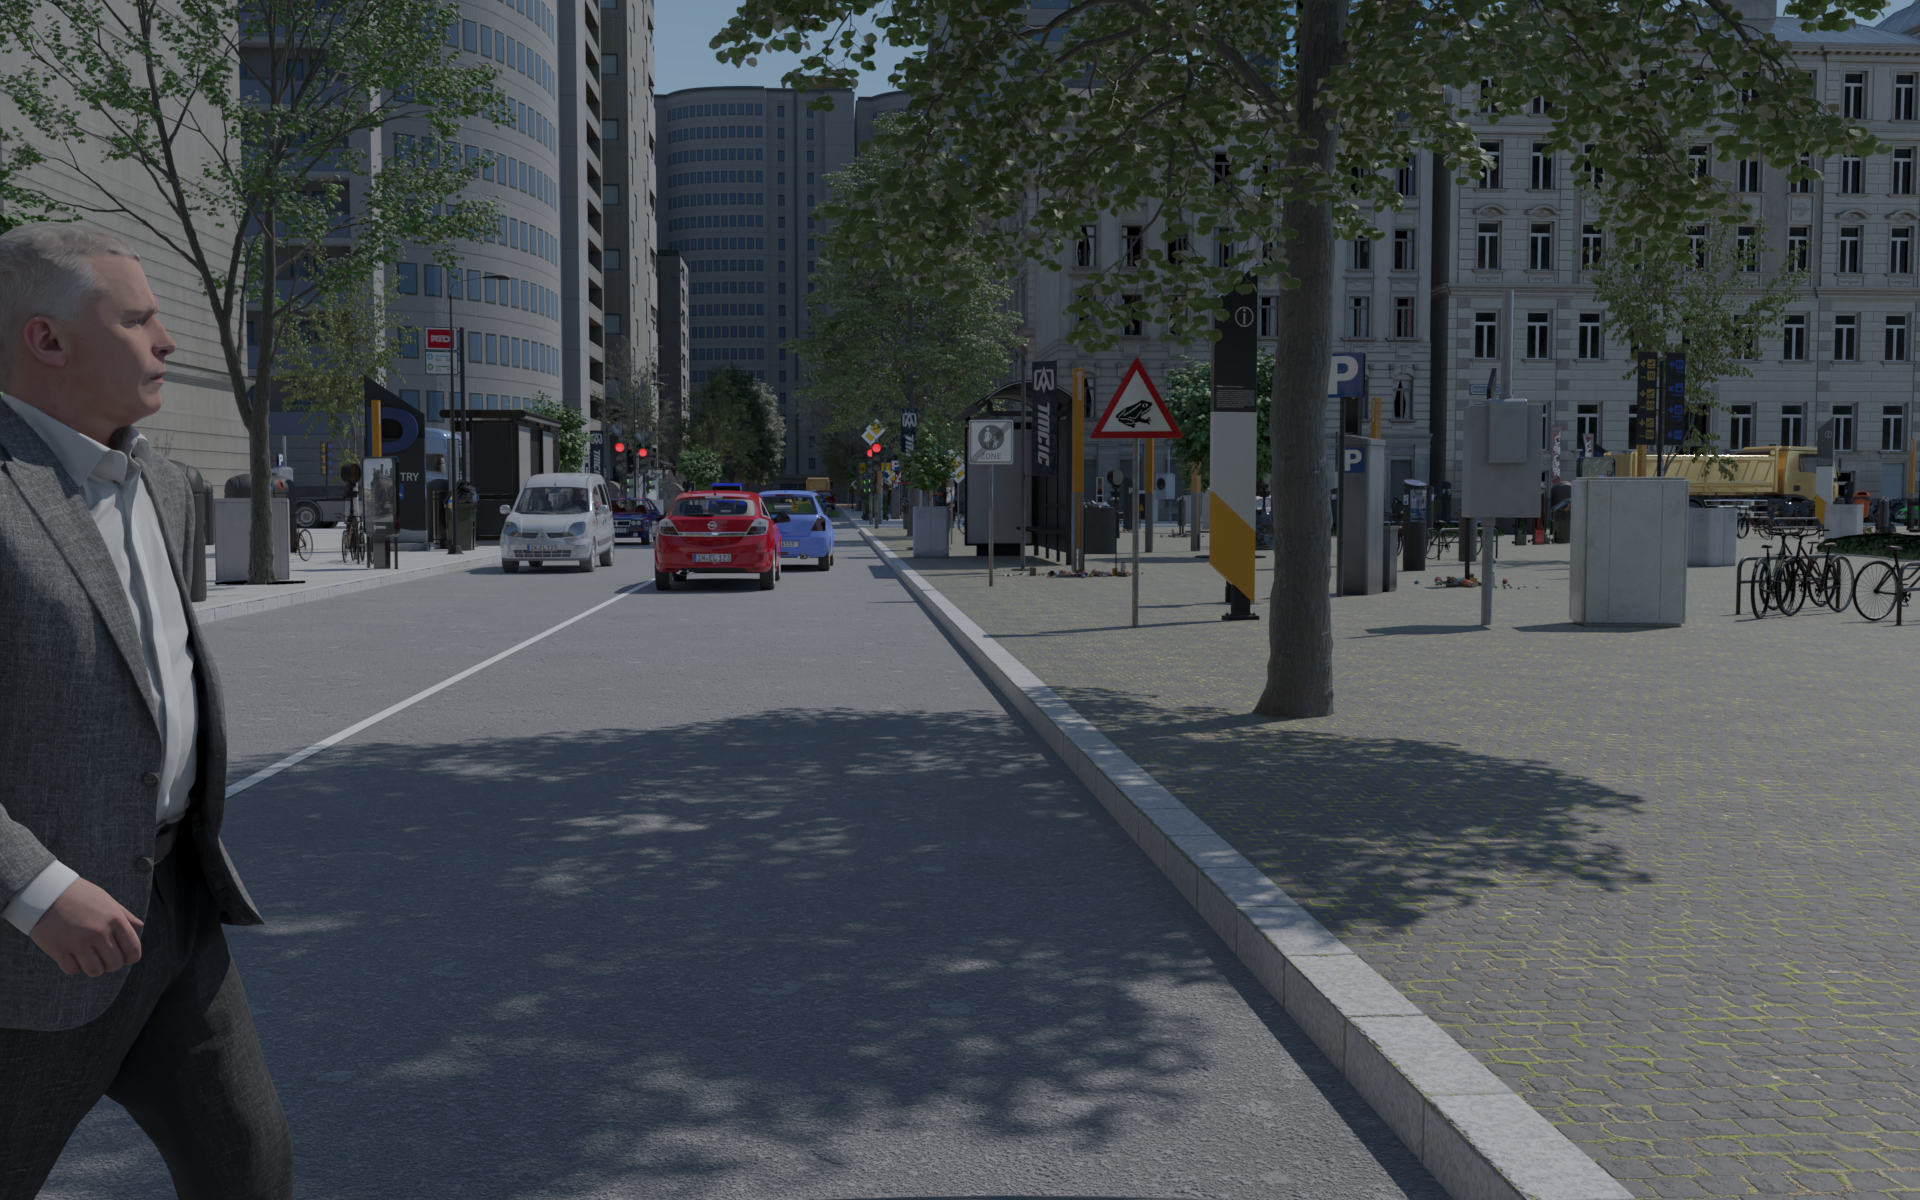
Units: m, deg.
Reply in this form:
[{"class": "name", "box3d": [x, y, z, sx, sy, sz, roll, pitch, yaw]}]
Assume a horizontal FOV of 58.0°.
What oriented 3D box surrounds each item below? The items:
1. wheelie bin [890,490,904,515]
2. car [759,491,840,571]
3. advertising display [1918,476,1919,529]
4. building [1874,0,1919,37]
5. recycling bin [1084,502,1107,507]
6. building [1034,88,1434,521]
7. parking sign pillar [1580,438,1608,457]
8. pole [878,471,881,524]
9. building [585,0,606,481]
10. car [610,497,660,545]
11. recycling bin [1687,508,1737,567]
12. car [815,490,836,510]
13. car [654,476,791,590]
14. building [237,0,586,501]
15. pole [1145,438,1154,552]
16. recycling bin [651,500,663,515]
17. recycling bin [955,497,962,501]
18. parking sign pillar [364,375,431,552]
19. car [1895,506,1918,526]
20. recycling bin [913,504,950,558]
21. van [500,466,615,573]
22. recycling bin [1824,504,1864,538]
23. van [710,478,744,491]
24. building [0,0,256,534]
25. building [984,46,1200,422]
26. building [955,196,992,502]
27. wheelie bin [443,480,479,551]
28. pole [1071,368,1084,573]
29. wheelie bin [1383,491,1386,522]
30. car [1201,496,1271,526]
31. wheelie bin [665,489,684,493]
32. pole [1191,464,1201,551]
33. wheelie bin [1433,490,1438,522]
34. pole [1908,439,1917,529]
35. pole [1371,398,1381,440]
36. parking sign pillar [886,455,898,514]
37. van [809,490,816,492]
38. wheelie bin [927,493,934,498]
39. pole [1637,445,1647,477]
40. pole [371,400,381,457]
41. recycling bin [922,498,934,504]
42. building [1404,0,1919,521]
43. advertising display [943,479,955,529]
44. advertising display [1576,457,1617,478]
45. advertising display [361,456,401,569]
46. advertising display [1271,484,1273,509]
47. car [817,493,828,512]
[{"class": "wheelie bin", "box3d": [-3.817, -5.879, 104.036, 0.980, 1.594, 0.693, 3, 5, 42]}, {"class": "car", "box3d": [-3.311, -1.463, 33.518, 1.945, 1.707, 3.694, 0, 4, -3]}, {"class": "advertising display", "box3d": [17.335, -1.539, 30.381, 0.974, 1.923, 0.123, 0, 4, 3]}, {"class": "building", "box3d": [57.135, -18.609, 90.169, 20.117, 28.700, 13.634, 0, 4, -4]}, {"class": "recycling bin", "box3d": [4.104, -2.486, 53.193, 0.722, 1.027, 0.722, 1, 4, 13]}, {"class": "building", "box3d": [13.009, -14.449, 85.385, 18.267, 20.994, 9.793, 0, 4, -4]}, {"class": "parking sign pillar", "box3d": [28.261, -5.429, 77.230, 1.447, 3.967, 1.447, -3, 4, -36]}, {"class": "pole", "box3d": [-3.476, -4.926, 74.387, 0.158, 3.312, 0.155, 0, 3, 0]}, {"class": "building", "box3d": [-39.056, -30.995, 130.478, 21.300, 48.544, 21.600, 0, 4, -4]}, {"class": "car", "box3d": [-9.605, -2.280, 49.858, 1.945, 1.354, 3.894, 0, 4, -2]}, {"class": "recycling bin", "box3d": [13.358, -1.127, 30.973, 0.722, 1.027, 0.722, -2, 4, -26]}, {"class": "car", "box3d": [-12.260, -9.002, 155.851, 2.281, 1.827, 5.304, 0, 4, -5]}, {"class": "car", "box3d": [-3.764, -1.118, 27.327, 2.155, 1.783, 4.494, 0, 4, -4]}, {"class": "building", "box3d": [-32.496, -33.643, 92.067, 21.231, 58.520, 28.212, 0, 4, -4]}, {"class": "pole", "box3d": [4.162, -2.704, 38.046, 0.158, 3.312, 0.155, 0, 3, 0]}, {"class": "recycling bin", "box3d": [-13.638, -3.968, 77.423, 0.722, 1.027, 0.722, -1, 4, -9]}, {"class": "recycling bin", "box3d": [-0.322, -7.138, 129.265, 0.722, 1.027, 0.722, -3, 5, -41]}, {"class": "parking sign pillar", "box3d": [-12.738, -3.095, 39.081, 1.447, 3.967, 1.447, -1, 4, -14]}, {"class": "car", "box3d": [41.484, -3.880, 72.229, 4.718, 1.807, 1.959, 0, 4, -4]}, {"class": "recycling bin", "box3d": [-0.574, -1.378, 35.078, 0.722, 1.027, 0.722, 0, 4, 2]}, {"class": "van", "box3d": [-7.623, -1.589, 32.988, 2.013, 2.044, 4.112, 0, 4, -4]}, {"class": "recycling bin", "box3d": [21.383, -1.795, 41.908, 0.722, 1.027, 0.722, 3, 4, 39]}, {"class": "van", "box3d": [-12.828, -5.565, 95.377, 2.240, 2.365, 5.245, 0, 4, -6]}, {"class": "building", "box3d": [-42.772, -16.330, 43.414, 44.131, 29.872, 17.030, 0, 4, -4]}, {"class": "building", "box3d": [9.187, -19.804, 111.185, 14.401, 28.519, 23.554, 0, 4, -4]}, {"class": "building", "box3d": [6.196, -20.698, 135.670, 12.463, 27.353, 25.104, 0, 4, -4]}, {"class": "wheelie bin", "box3d": [-11.326, -1.925, 39.378, 0.693, 1.594, 0.980, 0, 4, -4]}, {"class": "pole", "box3d": [1.920, -2.103, 28.224, 0.158, 3.312, 0.155, 0, 3, 0]}, {"class": "wheelie bin", "box3d": [17.743, -4.042, 73.988, 0.693, 1.594, 0.980, -3, 5, -42]}, {"class": "car", "box3d": [12.047, -3.502, 69.611, 4.827, 1.381, 2.083, 0, 4, -5]}, {"class": "wheelie bin", "box3d": [-15.000, -4.986, 89.427, 0.980, 1.594, 0.693, -3, 5, -43]}, {"class": "pole", "box3d": [5.277, -2.744, 38.707, 0.158, 3.312, 0.155, 0, 3, 0]}, {"class": "wheelie bin", "box3d": [20.335, -4.120, 75.263, 0.693, 1.594, 0.980, -2, 4, -26]}, {"class": "pole", "box3d": [35.118, -4.284, 63.891, 0.158, 3.312, 0.155, 0, 3, 0]}, {"class": "pole", "box3d": [8.818, -2.626, 36.776, 0.158, 3.312, 0.155, 0, 3, 0]}, {"class": "parking sign pillar", "box3d": [-4.729, -7.642, 113.412, 1.447, 3.967, 1.447, -3, 4, -36]}, {"class": "van", "box3d": [-14.148, -9.943, 169.584, 2.013, 2.044, 4.112, 0, 4, -5]}, {"class": "wheelie bin", "box3d": [-2.164, -7.463, 129.925, 0.693, 1.594, 0.980, 1, 4, 20]}, {"class": "pole", "box3d": [16.385, -2.923, 41.642, 0.158, 3.312, 0.155, 0, 3, 0]}, {"class": "pole", "box3d": [-12.683, -2.682, 37.699, 0.158, 3.312, 0.155, 0, 3, 0]}, {"class": "recycling bin", "box3d": [-2.339, -6.767, 123.187, 0.722, 1.027, 0.722, 2, 4, 31]}, {"class": "building", "box3d": [34.634, -17.777, 87.910, 25.104, 27.353, 12.463, 0, 4, -4]}, {"class": "advertising display", "box3d": [-0.400, -3.623, 64.452, 0.123, 1.923, 0.974, 1, 4, 19]}, {"class": "advertising display", "box3d": [11.051, -1.523, 30.114, 0.974, 1.923, 0.123, -2, 4, -34]}, {"class": "advertising display", "box3d": [-9.944, -1.501, 29.752, 0.974, 1.923, 0.123, 3, 5, 39]}, {"class": "advertising display", "box3d": [10.434, -3.137, 56.504, 0.123, 1.923, 0.974, 3, 5, 40]}, {"class": "car", "box3d": [-11.600, -7.940, 139.416, 1.945, 1.707, 3.694, 0, 4, -4]}]
